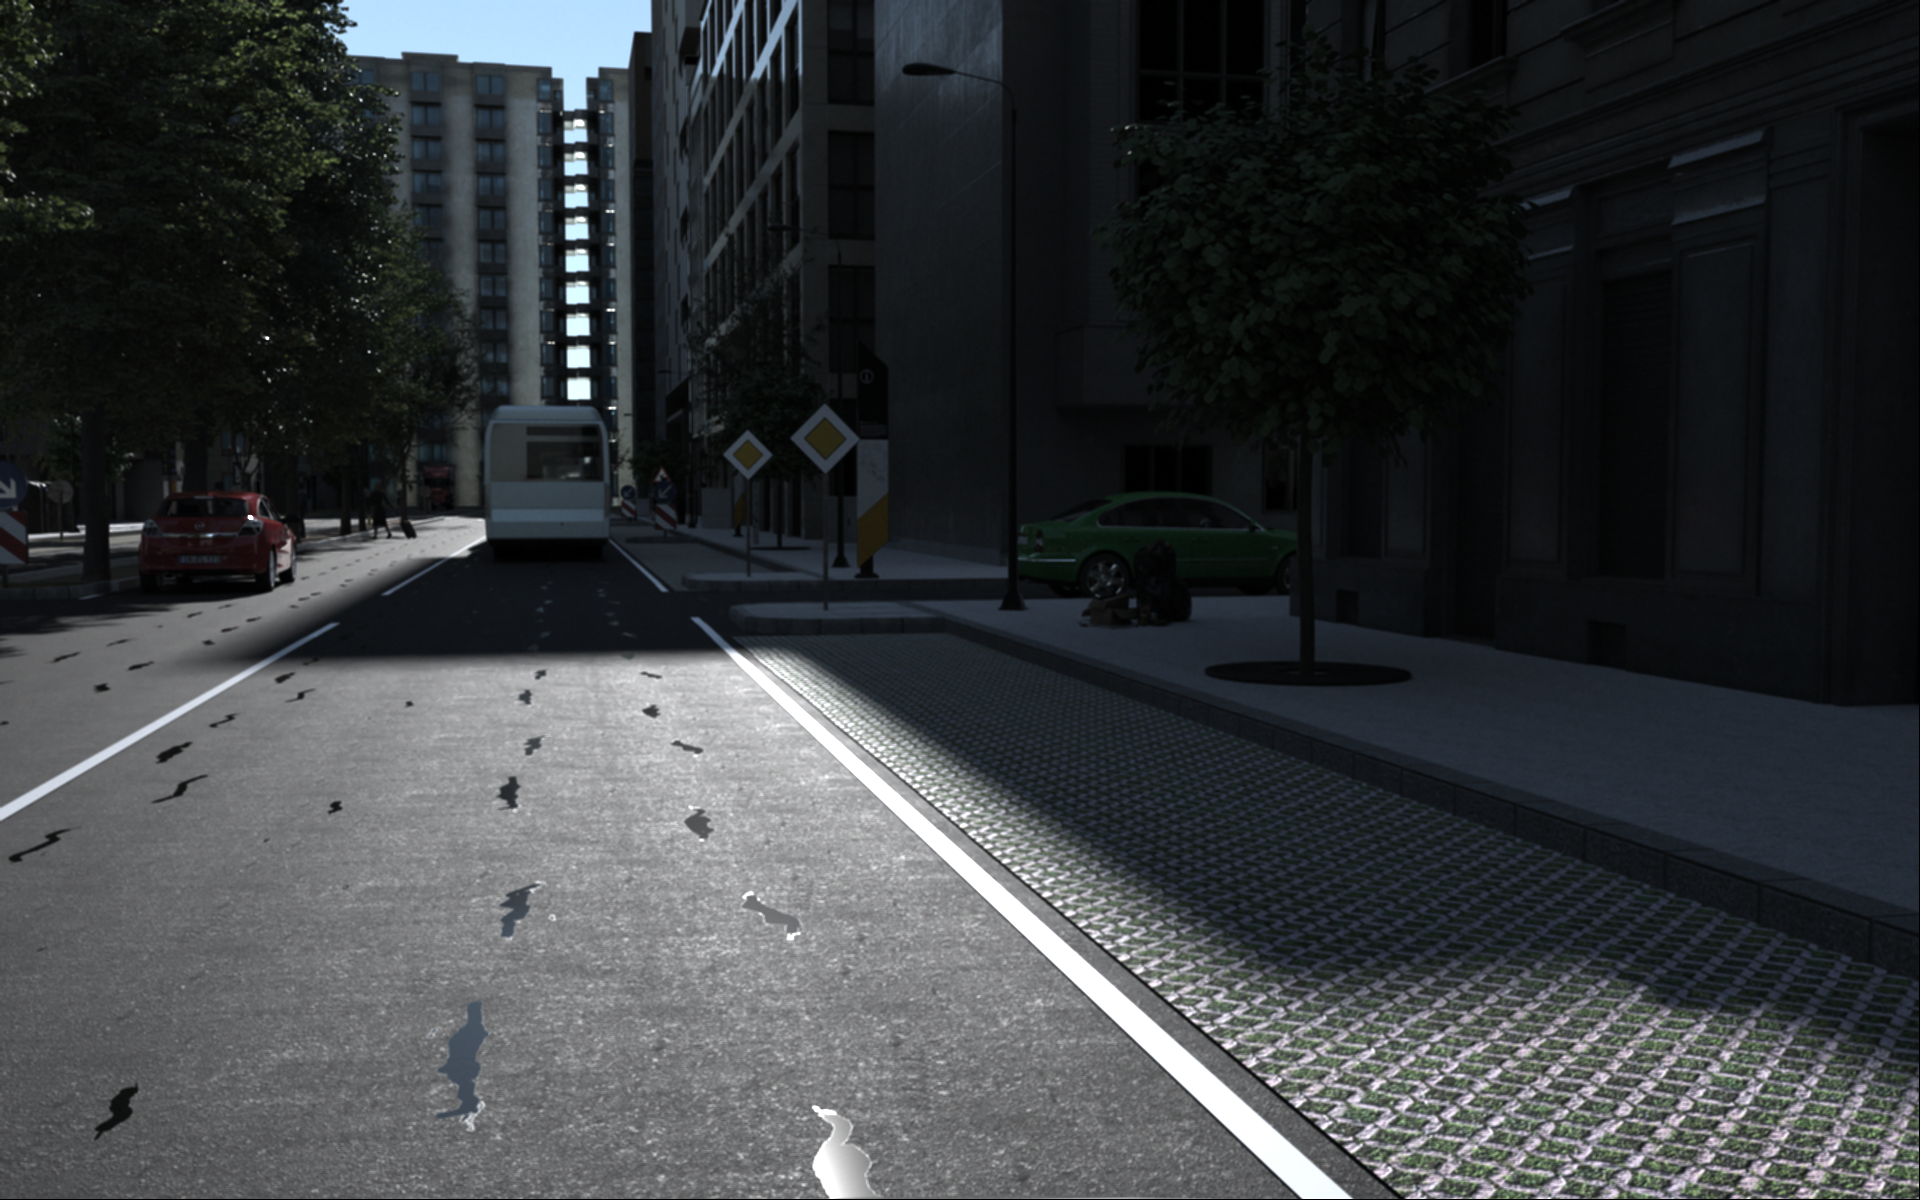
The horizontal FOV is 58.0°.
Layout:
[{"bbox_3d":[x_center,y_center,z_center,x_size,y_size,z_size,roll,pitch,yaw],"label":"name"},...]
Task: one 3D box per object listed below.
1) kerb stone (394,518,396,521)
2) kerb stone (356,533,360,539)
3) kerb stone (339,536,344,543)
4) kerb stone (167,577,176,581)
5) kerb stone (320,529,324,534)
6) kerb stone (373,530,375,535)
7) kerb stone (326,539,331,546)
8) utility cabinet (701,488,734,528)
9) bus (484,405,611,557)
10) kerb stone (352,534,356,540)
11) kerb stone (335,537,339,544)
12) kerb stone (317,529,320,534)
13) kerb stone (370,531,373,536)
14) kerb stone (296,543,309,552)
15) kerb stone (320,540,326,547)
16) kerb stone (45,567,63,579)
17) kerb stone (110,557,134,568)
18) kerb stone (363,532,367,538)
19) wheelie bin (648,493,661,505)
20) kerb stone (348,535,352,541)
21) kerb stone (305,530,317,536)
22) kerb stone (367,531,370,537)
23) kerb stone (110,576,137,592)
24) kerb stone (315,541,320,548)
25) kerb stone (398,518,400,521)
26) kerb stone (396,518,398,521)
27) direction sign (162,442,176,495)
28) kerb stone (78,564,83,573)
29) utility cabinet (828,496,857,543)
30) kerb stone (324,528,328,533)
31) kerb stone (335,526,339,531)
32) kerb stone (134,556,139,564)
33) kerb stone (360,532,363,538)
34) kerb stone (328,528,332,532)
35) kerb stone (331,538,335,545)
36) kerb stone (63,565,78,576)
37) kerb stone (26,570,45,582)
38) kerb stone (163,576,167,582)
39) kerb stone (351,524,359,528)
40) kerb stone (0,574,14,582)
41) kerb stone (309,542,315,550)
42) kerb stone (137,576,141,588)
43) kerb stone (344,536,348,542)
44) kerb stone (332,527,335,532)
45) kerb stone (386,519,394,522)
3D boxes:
[{"bbox_3d":[-29.330,-4.106,89.323,0.120,0.150,1.000,-1,4,-13],"label":"kerb stone"},{"bbox_3d":[-19.207,-1.997,54.843,0.120,0.150,1.000,-1,4,-13],"label":"kerb stone"},{"bbox_3d":[-18.283,-1.752,50.835,0.120,0.150,1.000,-1,4,-13],"label":"kerb stone"},{"bbox_3d":[-13.201,-0.406,28.840,0.120,0.150,1.000,-1,4,-13],"label":"kerb stone"},{"bbox_3d":[-23.100,-2.456,62.347,0.120,0.150,1.000,-1,4,-13],"label":"kerb stone"},{"bbox_3d":[-20.360,-2.296,59.832,0.120,0.150,1.000,-1,4,-13],"label":"kerb stone"},{"bbox_3d":[-17.583,-1.568,47.837,0.120,0.150,1.000,-1,4,-13],"label":"kerb stone"},{"bbox_3d":[-8.972,-3.397,64.225,1.173,1.500,0.318,1,4,14],"label":"utility cabinet"},{"bbox_3d":[-10.138,-2.915,42.525,2.948,3.499,13.247,-1,4,-13],"label":"bus"},{"bbox_3d":[-18.973,-1.930,53.842,0.120,0.150,1.000,-1,4,-13],"label":"kerb stone"},{"bbox_3d":[-18.059,-1.691,49.838,0.120,0.150,1.000,-1,4,-13],"label":"kerb stone"},{"bbox_3d":[-22.876,-2.395,61.346,0.120,0.150,1.000,-1,4,-13],"label":"kerb stone"},{"bbox_3d":[-20.127,-2.240,58.833,0.120,0.150,1.000,-1,4,-13],"label":"kerb stone"},{"bbox_3d":[-16.660,-1.320,43.823,0.120,0.150,1.000,-1,4,-13],"label":"kerb stone"},{"bbox_3d":[-17.353,-1.495,46.833,0.120,0.150,1.000,-1,4,-13],"label":"kerb stone"},{"bbox_3d":[-15.470,-0.439,29.374,0.120,0.150,1.000,-1,4,-13],"label":"kerb stone"},{"bbox_3d":[-16.628,-0.744,34.360,0.120,0.150,1.000,-1,4,-13],"label":"kerb stone"},{"bbox_3d":[-19.660,-2.118,56.837,0.120,0.150,1.000,-1,4,-13],"label":"kerb stone"},{"bbox_3d":[-15.273,-4.856,87.307,0.980,1.594,0.693,-2,4,-26],"label":"wheelie bin"},{"bbox_3d":[-18.742,-1.871,52.846,0.120,0.150,1.000,-1,4,-13],"label":"kerb stone"},{"bbox_3d":[-22.636,-2.326,60.349,0.120,0.150,1.000,-1,4,-13],"label":"kerb stone"},{"bbox_3d":[-19.899,-2.180,57.833,0.120,0.150,1.000,-1,4,-13],"label":"kerb stone"},{"bbox_3d":[-12.503,-0.223,25.852,0.120,0.150,1.000,-1,4,-13],"label":"kerb stone"},{"bbox_3d":[-17.122,-1.445,45.828,0.120,0.150,1.000,-1,4,-13],"label":"kerb stone"},{"bbox_3d":[-29.777,-4.219,91.324,0.120,0.150,1.000,-1,4,-13],"label":"kerb stone"},{"bbox_3d":[-29.568,-4.167,90.323,0.120,0.150,1.000,-1,4,-13],"label":"kerb stone"},{"bbox_3d":[-32.077,-4.787,70.272,0.876,3.537,0.379,2,4,32],"label":"direction sign"},{"bbox_3d":[-15.935,-0.560,31.365,0.120,0.150,1.000,-1,4,-13],"label":"kerb stone"},{"bbox_3d":[-3.063,-2.101,45.513,1.020,1.237,0.306,1,4,14],"label":"utility cabinet"},{"bbox_3d":[-23.335,-2.517,63.349,0.120,0.150,1.000,-1,4,-13],"label":"kerb stone"},{"bbox_3d":[-24.019,-2.701,66.351,0.120,0.150,1.000,-1,4,-13],"label":"kerb stone"},{"bbox_3d":[-16.853,-0.804,35.361,0.120,0.150,1.000,-1,4,-13],"label":"kerb stone"},{"bbox_3d":[-19.436,-2.058,55.839,0.120,0.150,1.000,-1,4,-13],"label":"kerb stone"},{"bbox_3d":[-23.569,-2.578,64.352,0.120,0.150,1.000,-1,4,-13],"label":"kerb stone"},{"bbox_3d":[-17.819,-1.626,48.838,0.120,0.150,1.000,-1,4,-13],"label":"kerb stone"},{"bbox_3d":[-15.710,-0.500,30.368,0.120,0.150,1.000,-1,4,-13],"label":"kerb stone"},{"bbox_3d":[-15.243,-0.378,28.376,0.120,0.150,1.000,-1,4,-13],"label":"kerb stone"},{"bbox_3d":[-12.966,-0.346,27.846,0.120,0.150,1.000,-1,4,-13],"label":"kerb stone"},{"bbox_3d":[-25.641,-3.129,73.347,0.120,0.150,1.000,-1,4,-13],"label":"kerb stone"},{"bbox_3d":[-15.022,-0.314,27.378,0.120,0.150,1.000,-1,4,-13],"label":"kerb stone"},{"bbox_3d":[-16.891,-1.382,44.832,0.120,0.150,1.000,-1,4,-13],"label":"kerb stone"},{"bbox_3d":[-12.735,-0.285,26.847,0.120,0.150,1.000,-1,4,-13],"label":"kerb stone"},{"bbox_3d":[-18.512,-1.814,51.848,0.120,0.150,1.000,-1,4,-13],"label":"kerb stone"},{"bbox_3d":[-23.792,-2.640,65.353,0.120,0.150,1.000,-1,4,-13],"label":"kerb stone"},{"bbox_3d":[-29.101,-4.045,88.325,0.120,0.150,1.000,-1,4,-13],"label":"kerb stone"}]
